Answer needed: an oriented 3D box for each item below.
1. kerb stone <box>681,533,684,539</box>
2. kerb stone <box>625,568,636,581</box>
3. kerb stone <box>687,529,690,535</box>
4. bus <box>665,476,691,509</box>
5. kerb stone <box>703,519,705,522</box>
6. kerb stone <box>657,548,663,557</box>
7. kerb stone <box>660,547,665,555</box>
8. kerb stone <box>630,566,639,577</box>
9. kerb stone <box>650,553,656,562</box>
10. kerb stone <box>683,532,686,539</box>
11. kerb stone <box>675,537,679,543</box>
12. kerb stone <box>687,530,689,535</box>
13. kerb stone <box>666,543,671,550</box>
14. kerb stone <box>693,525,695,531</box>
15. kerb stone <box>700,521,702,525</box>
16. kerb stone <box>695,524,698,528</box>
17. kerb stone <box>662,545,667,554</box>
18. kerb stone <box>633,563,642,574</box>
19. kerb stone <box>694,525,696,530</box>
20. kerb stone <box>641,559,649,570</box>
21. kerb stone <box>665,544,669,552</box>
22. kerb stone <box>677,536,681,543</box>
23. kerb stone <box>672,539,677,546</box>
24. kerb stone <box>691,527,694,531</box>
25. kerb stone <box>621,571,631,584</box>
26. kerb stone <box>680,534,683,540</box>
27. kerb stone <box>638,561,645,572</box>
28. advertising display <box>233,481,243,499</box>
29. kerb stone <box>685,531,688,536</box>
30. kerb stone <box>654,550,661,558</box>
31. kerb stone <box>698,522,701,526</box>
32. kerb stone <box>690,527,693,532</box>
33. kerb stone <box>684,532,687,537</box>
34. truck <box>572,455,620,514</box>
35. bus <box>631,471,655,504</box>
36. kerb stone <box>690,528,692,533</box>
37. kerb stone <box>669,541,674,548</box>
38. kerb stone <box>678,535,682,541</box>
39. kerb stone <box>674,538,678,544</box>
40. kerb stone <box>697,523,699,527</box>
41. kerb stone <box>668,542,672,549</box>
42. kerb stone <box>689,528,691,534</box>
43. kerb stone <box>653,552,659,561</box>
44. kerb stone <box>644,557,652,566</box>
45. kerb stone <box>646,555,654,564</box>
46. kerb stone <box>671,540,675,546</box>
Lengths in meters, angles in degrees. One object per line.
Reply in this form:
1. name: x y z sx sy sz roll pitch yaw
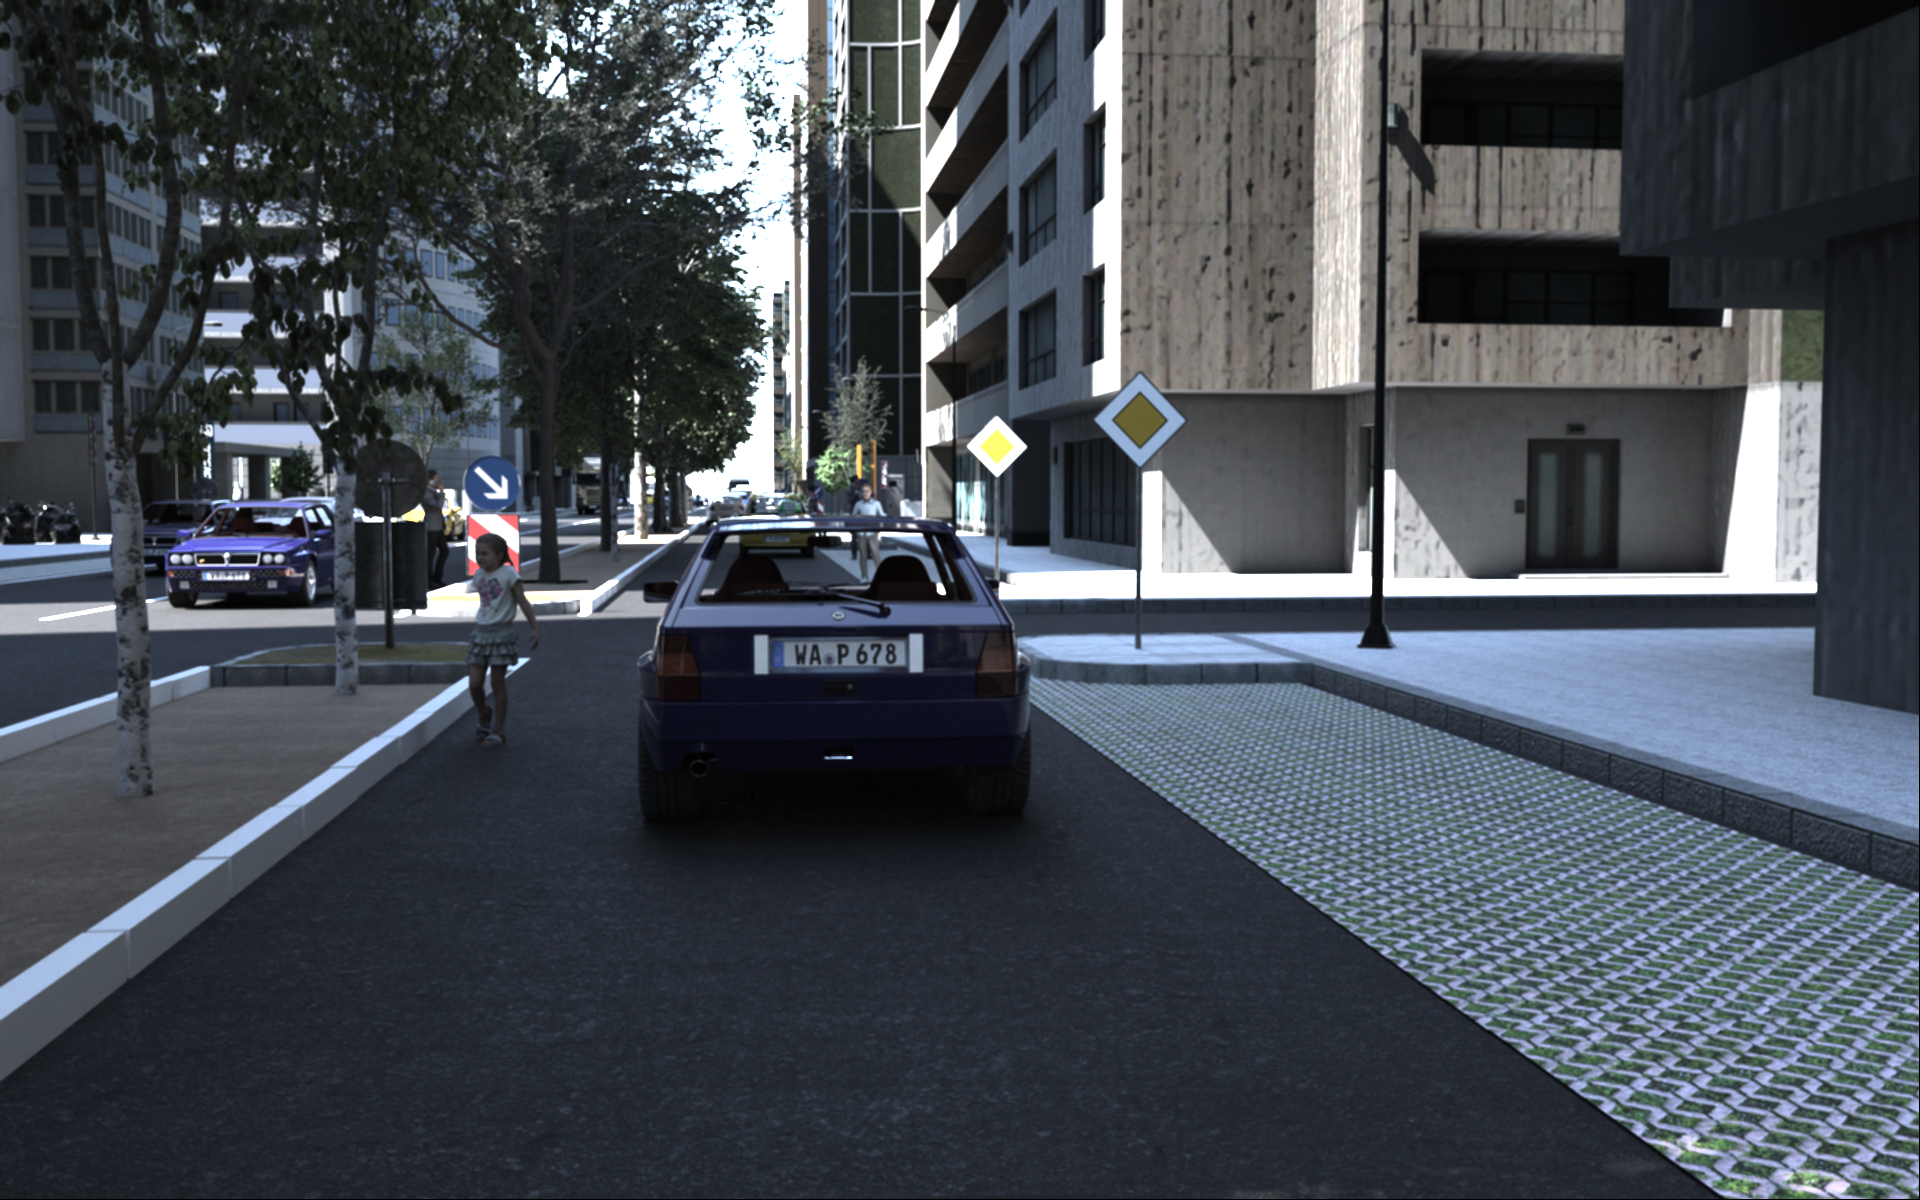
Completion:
1. kerb stone: -8.572 -1.878 52.903 0.120 0.150 1.000 0 4 -7
2. kerb stone: -5.473 -0.386 28.511 0.120 0.150 1.000 0 4 -7
3. kerb stone: -9.346 -2.247 59.021 0.120 0.150 1.000 0 4 -7
4. bus: -27.063 -10.384 164.642 2.948 3.499 13.247 0 4 -7
5. kerb stone: -12.183 -3.620 81.374 0.120 0.150 1.000 0 4 -7
6. kerb stone: -6.771 -1.006 38.667 0.120 0.150 1.000 0 4 -7
7. kerb stone: -6.891 -1.069 39.682 0.120 0.150 1.000 0 4 -7
8. kerb stone: -5.612 -0.448 29.527 0.120 0.150 1.000 0 4 -7
9. kerb stone: -6.387 -0.821 35.618 0.120 0.150 1.000 0 4 -7
10. kerb stone: -8.700 -1.940 53.917 0.120 0.150 1.000 0 4 -7
11. kerb stone: -8.063 -1.627 48.842 0.120 0.150 1.000 0 4 -7
12. kerb stone: -9.220 -2.190 58.003 0.120 0.150 1.000 0 4 -7
13. kerb stone: -7.285 -1.252 42.738 0.120 0.150 1.000 0 4 -7
14. kerb stone: -10.117 -2.624 65.116 0.120 0.150 1.000 0 4 -7
15. kerb stone: -11.407 -3.246 75.278 0.120 0.150 1.000 0 4 -7
16. kerb stone: -10.502 -2.811 68.172 0.120 0.150 1.000 0 4 -7
17. kerb stone: -7.021 -1.132 40.696 0.120 0.150 1.000 0 4 -7
18. kerb stone: -5.735 -0.511 30.543 0.120 0.150 1.000 0 4 -7
19. kerb stone: -10.248 -2.687 66.133 0.120 0.150 1.000 0 4 -7
20. kerb stone: -5.992 -0.629 32.571 0.120 0.150 1.000 0 4 -7
21. kerb stone: -7.154 -1.194 41.721 0.120 0.150 1.000 0 4 -7
22. kerb stone: -8.190 -1.692 49.856 0.120 0.150 1.000 0 4 -7
23. kerb stone: -7.798 -1.504 46.803 0.120 0.150 1.000 0 4 -7
24. kerb stone: -9.864 -2.501 63.081 0.120 0.150 1.000 0 4 -7
25. kerb stone: -5.351 -0.324 27.487 0.120 0.150 1.000 0 4 -7
26. kerb stone: -8.439 -1.814 51.890 0.120 0.150 1.000 0 4 -7
27. kerb stone: -5.866 -0.573 31.557 0.120 0.150 1.000 0 4 -7
28. advertising display: -36.537 -5.036 87.559 0.974 1.923 0.123 3 5 40
29. kerb stone: -8.955 -2.066 55.967 0.120 0.150 1.000 0 4 -7
30. kerb stone: -6.632 -0.945 37.654 0.120 0.150 1.000 0 4 -7
31. kerb stone: -11.151 -3.119 73.250 0.120 0.150 1.000 0 4 -7
32. kerb stone: -9.737 -2.437 62.067 0.120 0.150 1.000 0 4 -7
33. kerb stone: -8.832 -2.003 54.945 0.120 0.150 1.000 0 4 -7
34. truck: -26.147 -8.329 125.085 2.839 4.237 11.283 0 4 -8
35. bus: -33.830 -12.048 188.526 2.896 3.916 12.252 0 4 -6
36. kerb stone: -9.603 -2.375 61.049 0.120 0.150 1.000 0 4 -7
37. kerb stone: -7.538 -1.381 44.769 0.120 0.150 1.000 0 4 -7
38. kerb stone: -8.313 -1.750 50.872 0.120 0.150 1.000 0 4 -7
39. kerb stone: -7.928 -1.567 47.824 0.120 0.150 1.000 0 4 -7
40. kerb stone: -10.769 -2.936 70.206 0.120 0.150 1.000 0 4 -7
41. kerb stone: -7.410 -1.318 43.752 0.120 0.150 1.000 0 4 -7
42. kerb stone: -9.471 -2.314 60.036 0.120 0.150 1.000 0 4 -7
43. kerb stone: -6.515 -0.877 36.633 0.120 0.150 1.000 0 4 -7
44. kerb stone: -6.116 -0.697 33.586 0.120 0.150 1.000 0 4 -7
45. kerb stone: -6.251 -0.759 34.599 0.120 0.150 1.000 0 4 -7
46. kerb stone: -7.672 -1.443 45.789 0.120 0.150 1.000 0 4 -7
